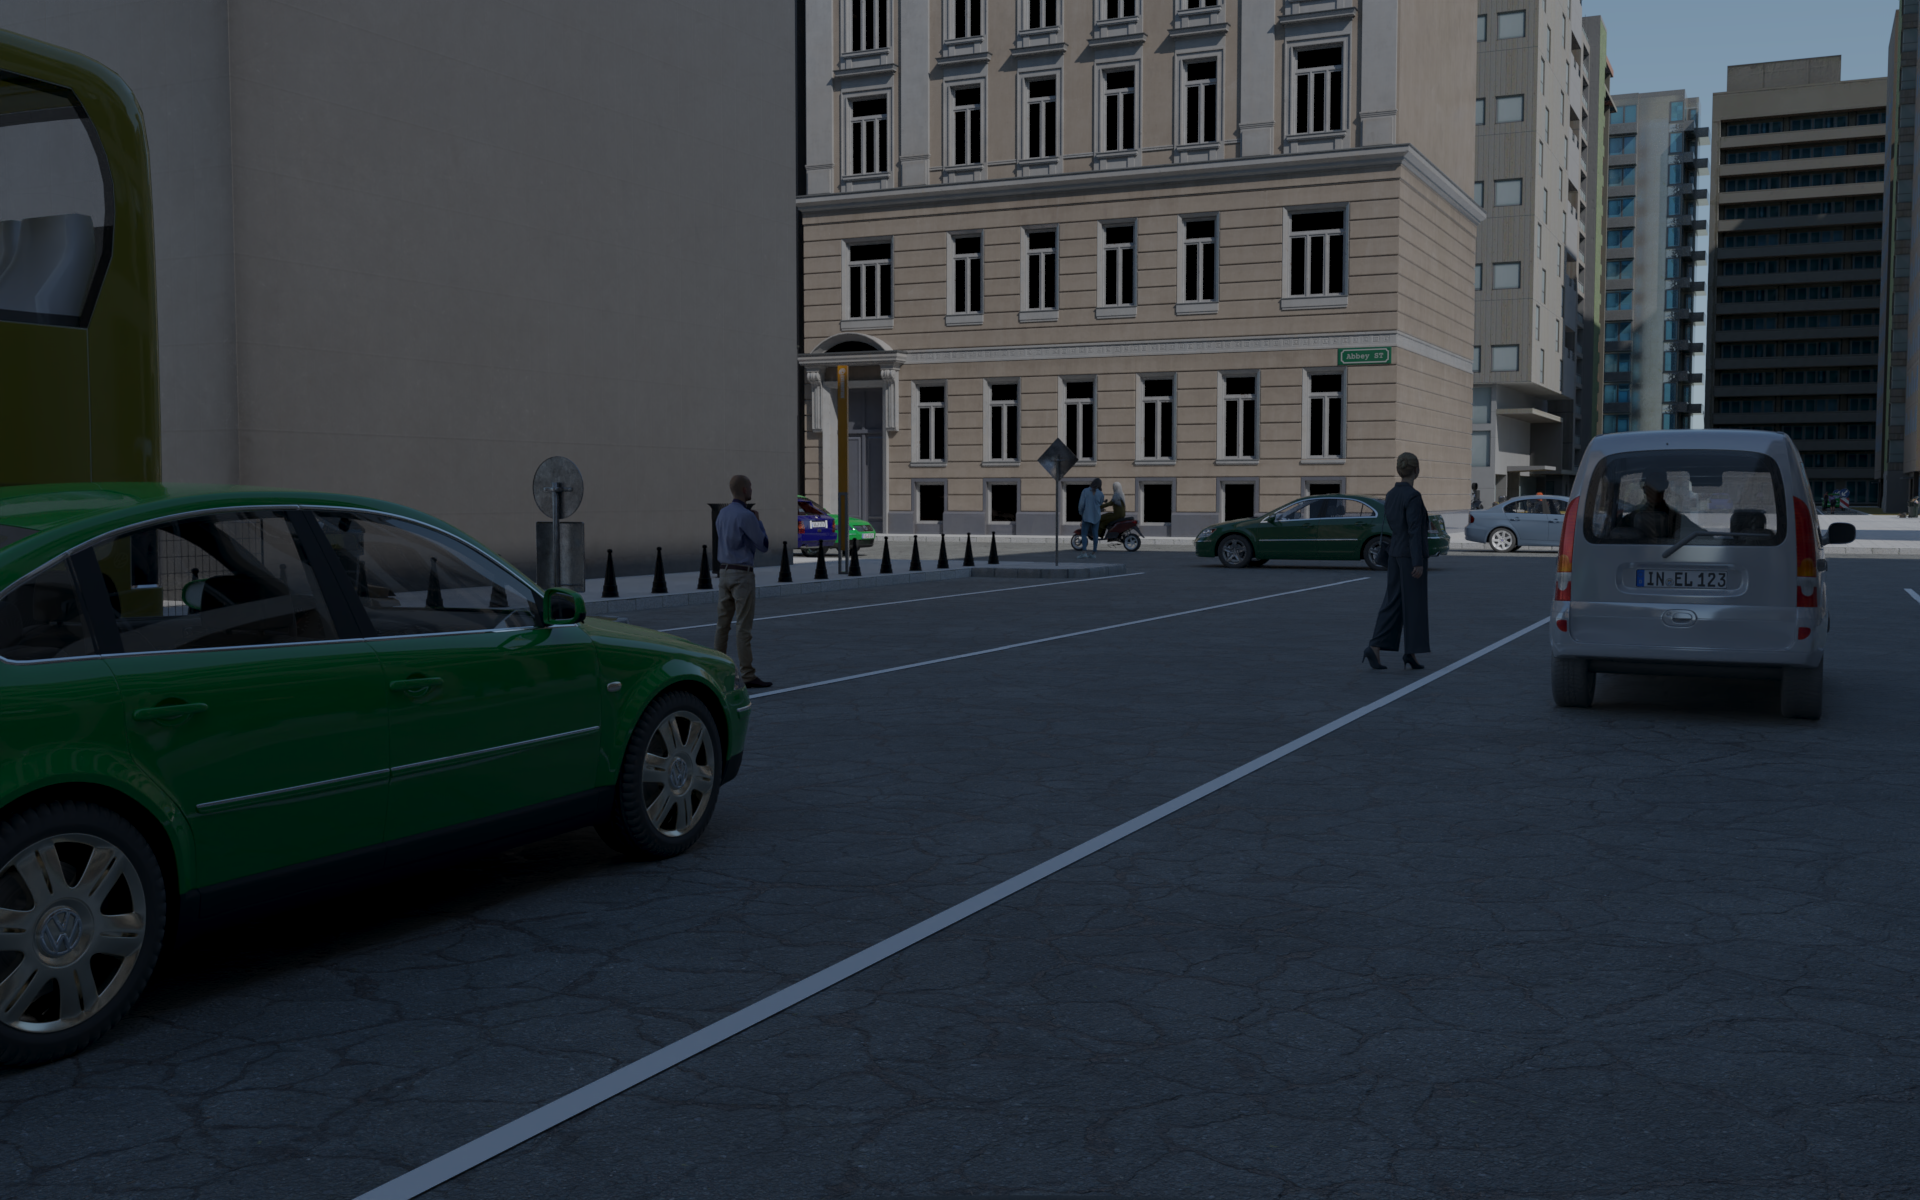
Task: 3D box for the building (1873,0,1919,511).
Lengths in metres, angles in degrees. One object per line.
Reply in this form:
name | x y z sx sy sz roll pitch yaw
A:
building | 90.594 -30.885 155.081 14.600 45.320 14.200 2 4 26

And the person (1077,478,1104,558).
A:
person | 2.917 -1.830 38.679 0.793 1.790 0.793 3 5 43

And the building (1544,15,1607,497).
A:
building | 46.217 -28.328 146.760 14.154 41.232 14.086 2 4 26

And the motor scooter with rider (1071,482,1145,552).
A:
motor scooter with rider | 3.706 -2.103 43.346 1.986 1.779 0.876 2 4 27

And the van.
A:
van | 5.376 -0.340 12.566 2.013 2.044 4.112 2 4 26

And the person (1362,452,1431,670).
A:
person | 3.608 -0.317 14.102 0.534 1.772 0.576 -3 4 -38

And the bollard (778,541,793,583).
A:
bollard | -2.545 -0.560 25.203 0.229 0.601 0.229 0 3 0

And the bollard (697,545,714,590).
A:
bollard | -3.441 -0.447 23.355 0.229 0.601 0.229 0 3 0

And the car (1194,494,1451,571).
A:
car | 6.975 -1.336 33.646 4.920 1.459 2.131 2 4 24

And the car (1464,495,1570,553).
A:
car | 14.694 -1.858 42.376 4.499 1.417 2.014 2 4 25

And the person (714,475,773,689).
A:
person | -1.638 -0.143 12.897 0.319 1.574 0.516 -3 5 -40

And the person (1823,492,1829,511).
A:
person | 71.699 -8.158 143.350 0.415 1.643 0.593 3 4 36

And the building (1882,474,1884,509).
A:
building | 90.478 -27.041 134.007 32.217 40.220 23.993 2 4 26

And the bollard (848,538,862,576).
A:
bollard | -1.646 -0.674 27.056 0.229 0.601 0.229 0 3 0

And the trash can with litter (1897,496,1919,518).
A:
trash can with litter | 50.950 -4.994 93.035 1.055 1.170 0.624 3 5 44

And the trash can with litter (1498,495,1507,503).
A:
trash can with litter | 33.785 -5.857 106.812 2.233 1.210 1.678 3 5 41

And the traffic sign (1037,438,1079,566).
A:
traffic sign | 1.730 -1.664 30.843 0.795 2.450 0.064 2 4 26

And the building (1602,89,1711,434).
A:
building | 73.449 -36.036 208.794 30.456 49.044 23.786 2 4 26

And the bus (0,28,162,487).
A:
bus | -7.682 -0.734 3.545 2.896 3.916 12.252 2 4 26

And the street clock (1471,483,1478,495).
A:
street clock | 32.632 -6.439 109.848 0.358 2.002 0.471 3 5 42

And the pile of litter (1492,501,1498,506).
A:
pile of litter | 31.530 -5.399 102.237 1.719 0.858 1.176 1 4 16

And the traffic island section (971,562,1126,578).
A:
traffic island section | 1.706 -0.528 30.915 2.009 0.180 2.903 2 4 26

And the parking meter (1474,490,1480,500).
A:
parking meter | 32.544 -6.158 109.089 0.372 1.533 0.369 0 3 0

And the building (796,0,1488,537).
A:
building | 6.245 -16.622 57.669 20.117 28.700 13.634 2 4 26

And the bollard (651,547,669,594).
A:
bollard | -3.892 -0.390 22.425 0.229 0.601 0.229 0 3 0

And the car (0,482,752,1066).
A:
car | -2.475 0.176 5.911 1.959 1.807 4.718 2 4 25

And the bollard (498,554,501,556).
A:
bollard | -5.236 -0.221 19.647 0.229 0.601 0.229 0 3 0

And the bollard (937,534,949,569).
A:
bollard | -0.293 -0.845 29.851 0.229 0.601 0.229 0 3 0

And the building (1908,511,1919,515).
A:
building | 67.630 -27.997 107.867 14.600 45.320 14.200 2 4 26

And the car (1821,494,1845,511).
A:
car | 74.926 -8.545 148.511 1.959 1.807 4.718 2 4 26

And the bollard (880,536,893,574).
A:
bollard | -1.193 -0.731 27.994 0.229 0.601 0.229 0 3 0

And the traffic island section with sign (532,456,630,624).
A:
traffic island section with sign | -4.441 -0.539 17.437 1.989 1.847 2.006 2 4 26

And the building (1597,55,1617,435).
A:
building | 49.890 -31.537 170.252 28.867 44.769 22.147 2 4 26

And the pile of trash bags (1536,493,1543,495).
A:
pile of trash bags | 36.787 -6.095 109.413 1.912 1.369 3.447 1 4 10

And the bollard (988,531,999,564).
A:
bollard | 0.614 -0.959 31.716 0.229 0.601 0.229 0 3 0

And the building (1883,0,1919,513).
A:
building | 73.037 -26.756 121.062 14.154 41.232 14.086 2 4 26

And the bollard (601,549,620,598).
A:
bollard | -4.343 -0.334 21.497 0.229 0.601 0.229 0 3 0

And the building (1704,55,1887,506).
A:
building | 96.226 -34.959 195.275 21.600 48.544 21.300 2 4 26

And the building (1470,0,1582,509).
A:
building | 31.081 -33.075 130.014 28.713 52.752 27.495 2 4 26

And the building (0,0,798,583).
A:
building | -16.033 -14.520 30.917 24.014 27.812 14.314 2 4 26

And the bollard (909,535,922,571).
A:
bollard | -0.742 -0.788 28.927 0.229 0.601 0.229 0 3 0

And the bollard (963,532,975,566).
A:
bollard | 0.156 -0.901 30.775 0.229 0.601 0.229 0 3 0

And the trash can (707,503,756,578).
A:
trash can | -3.518 -0.919 26.686 0.748 1.137 0.748 0 3 0

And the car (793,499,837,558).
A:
car | -4.742 -1.586 38.518 3.894 1.354 1.945 2 4 27

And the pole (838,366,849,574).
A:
pole | -1.860 -2.065 27.610 0.158 3.312 0.155 0 3 0

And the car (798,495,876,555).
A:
car | -4.212 -1.954 40.751 4.718 1.807 1.959 2 4 26

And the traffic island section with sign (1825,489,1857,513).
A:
traffic island section with sign | 65.656 -7.353 128.853 1.989 1.847 2.006 2 4 26

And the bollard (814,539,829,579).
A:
bollard | -2.096 -0.617 26.133 0.229 0.601 0.229 0 3 0

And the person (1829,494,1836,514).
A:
person | 62.028 -6.816 123.168 0.421 1.427 0.697 0 4 8

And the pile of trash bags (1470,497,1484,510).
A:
pile of trash bags | 24.766 -4.729 87.068 1.912 1.369 3.447 -2 4 -35
